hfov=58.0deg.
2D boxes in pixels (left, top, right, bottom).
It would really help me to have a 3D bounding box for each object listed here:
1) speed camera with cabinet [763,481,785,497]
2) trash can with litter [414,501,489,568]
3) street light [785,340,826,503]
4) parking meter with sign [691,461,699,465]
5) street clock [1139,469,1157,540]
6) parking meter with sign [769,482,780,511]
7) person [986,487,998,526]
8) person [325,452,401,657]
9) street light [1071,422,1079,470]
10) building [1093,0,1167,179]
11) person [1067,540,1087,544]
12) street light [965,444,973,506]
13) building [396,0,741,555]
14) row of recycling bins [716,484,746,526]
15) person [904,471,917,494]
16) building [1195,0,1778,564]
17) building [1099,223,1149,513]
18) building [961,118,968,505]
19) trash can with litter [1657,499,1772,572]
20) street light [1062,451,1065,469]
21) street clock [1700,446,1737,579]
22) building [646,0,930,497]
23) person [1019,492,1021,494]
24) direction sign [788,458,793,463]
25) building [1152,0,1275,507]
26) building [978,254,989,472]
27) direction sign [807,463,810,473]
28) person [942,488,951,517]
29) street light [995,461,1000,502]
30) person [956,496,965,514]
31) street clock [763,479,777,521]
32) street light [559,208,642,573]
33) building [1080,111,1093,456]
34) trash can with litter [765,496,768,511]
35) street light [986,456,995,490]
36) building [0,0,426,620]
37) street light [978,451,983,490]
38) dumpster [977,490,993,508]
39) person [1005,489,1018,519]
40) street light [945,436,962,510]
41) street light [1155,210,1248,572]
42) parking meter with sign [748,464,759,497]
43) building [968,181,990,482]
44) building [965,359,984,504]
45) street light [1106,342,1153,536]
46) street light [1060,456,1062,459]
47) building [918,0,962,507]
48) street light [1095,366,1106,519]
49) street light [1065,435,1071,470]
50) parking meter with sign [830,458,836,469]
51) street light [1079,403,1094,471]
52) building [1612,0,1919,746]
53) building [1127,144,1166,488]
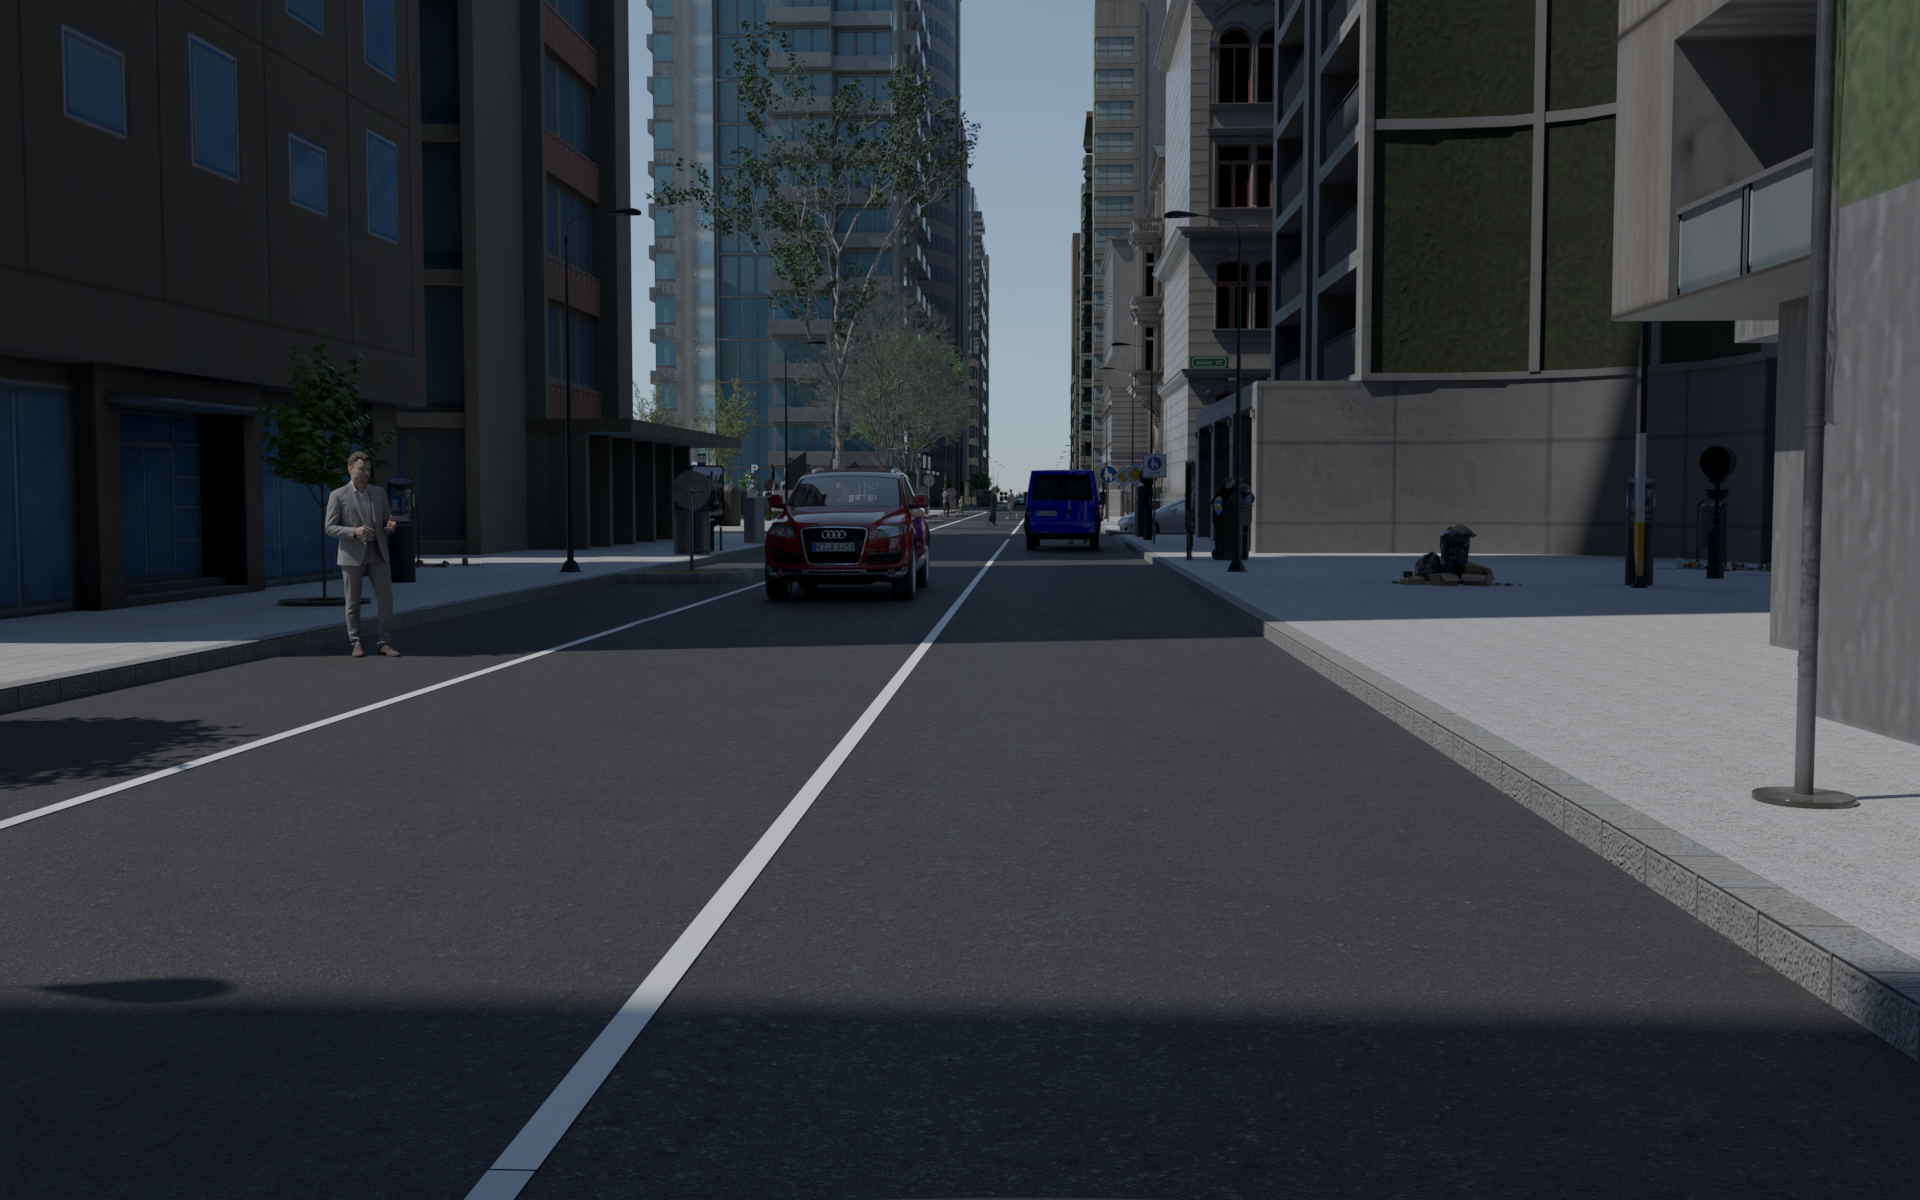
[{"bbox_3d":[-12.796,-7.787,121.653,2.038,3.252,0.660,1,4,19],"label":"speed camera with cabinet"},{"bbox_3d":[-9.359,-1.186,30.444,2.233,1.210,1.678,-2,4,-29],"label":"trash can with litter"},{"bbox_3d":[-4.732,-4.891,52.504,1.470,5.913,1.316,0,4,3],"label":"street light"},{"bbox_3d":[-13.567,-5.919,93.029,0.543,3.016,1.738,3,5,42],"label":"parking meter with sign"},{"bbox_3d":[5.240,-2.674,48.297,0.471,2.002,0.358,-2,4,-32],"label":"street clock"},{"bbox_3d":[-12.009,-7.063,111.747,1.738,3.016,0.543,-1,4,-20],"label":"parking meter with sign"},{"bbox_3d":[1.476,-4.270,78.738,0.534,1.772,0.576,-1,4,-15],"label":"person"},{"bbox_3d":[-5.201,-0.397,15.190,0.583,1.804,0.606,3,5,44],"label":"person"},{"bbox_3d":[8.095,-8.533,112.053,1.470,5.913,1.316,0,4,3],"label":"street light"},{"bbox_3d":[18.143,-28.289,146.127,14.154,41.232,14.086,0,4,3],"label":"building"},{"bbox_3d":[3.306,-2.515,49.712,0.616,1.811,0.778,3,5,43],"label":"person"},{"bbox_3d":[0.560,-11.592,162.063,1.470,5.913,1.316,0,4,3],"label":"street light"},{"bbox_3d":[-21.758,-23.735,42.694,28.867,44.769,22.147,0,4,3],"label":"building"},{"bbox_3d":[-10.425,-3.762,68.619,3.534,1.692,1.069,-1,4,-23],"label":"row of recycling bins"},{"bbox_3d":[-0.912,-1.276,29.463,0.850,1.850,0.679,-2,4,-30],"label":"person"},{"bbox_3d":[16.815,-36.770,39.441,20.563,71.187,20.611,0,4,3],"label":"building"},{"bbox_3d":[15.312,-16.935,126.042,9.793,20.994,18.267,0,4,3],"label":"building"},{"bbox_3d":[-6.301,-33.798,202.703,14.600,45.320,14.200,0,4,3],"label":"building"},{"bbox_3d":[12.942,-1.103,29.091,1.678,1.210,2.233,-3,4,-37],"label":"trash can with litter"},{"bbox_3d":[10.615,-11.686,163.598,1.470,5.913,1.316,0,4,3],"label":"street light"},{"bbox_3d":[11.457,-1.324,26.216,0.358,2.002,0.471,-3,5,-43],"label":"street clock"},{"bbox_3d":[-14.228,-32.573,152.181,23.786,49.044,30.456,0,4,3],"label":"building"},{"bbox_3d":[8.601,-14.598,247.625,0.683,1.767,0.568,2,4,28],"label":"person"},{"bbox_3d":[-10.461,-7.167,109.182,0.876,3.537,0.379,-3,5,-42],"label":"direction sign"},{"bbox_3d":[19.506,-17.123,67.346,23.554,28.519,14.401,0,4,3],"label":"building"},{"bbox_3d":[-2.370,-36.939,287.542,14.154,41.232,14.086,0,4,3],"label":"building"},{"bbox_3d":[-11.223,-8.339,128.335,0.379,3.537,0.876,1,4,10],"label":"direction sign"},{"bbox_3d":[-0.856,-6.172,109.600,0.592,1.802,0.473,-3,4,-38],"label":"person"},{"bbox_3d":[4.569,-16.684,245.328,1.470,5.913,1.316,0,4,3],"label":"street light"},{"bbox_3d":[0.043,-6.229,114.586,0.590,1.304,0.306,1,4,19],"label":"person"},{"bbox_3d":[-9.152,-4.777,82.679,0.358,2.002,0.471,2,4,28],"label":"street clock"},{"bbox_3d":[-5.864,-3.409,28.273,1.470,5.913,1.316,0,4,3],"label":"street light"},{"bbox_3d":[24.855,-33.089,195.622,22.147,44.769,28.867,0,4,3],"label":"building"},{"bbox_3d":[-9.958,-4.940,91.821,1.678,1.210,2.233,2,4,33],"label":"trash can with litter"},{"bbox_3d":[3.415,-15.201,221.078,1.470,5.913,1.316,0,4,3],"label":"street light"},{"bbox_3d":[-15.977,-22.649,20.415,14.600,45.320,14.200,0,4,3],"label":"building"},{"bbox_3d":[1.746,-13.099,186.712,1.470,5.913,1.316,0,4,3],"label":"street light"},{"bbox_3d":[2.531,-9.758,167.763,1.865,1.857,1.264,0,4,2],"label":"dumpster"},{"bbox_3d":[2.955,-5.497,99.121,0.760,1.731,0.466,1,4,18],"label":"person"},{"bbox_3d":[-0.560,-10.121,138.021,1.470,5.913,1.316,0,4,3],"label":"street light"},{"bbox_3d":[4.039,-3.423,28.513,1.470,5.913,1.316,0,4,3],"label":"street light"},{"bbox_3d":[-12.007,-6.351,100.098,0.543,3.016,1.738,0,4,4],"label":"parking meter with sign"},{"bbox_3d":[-7.437,-39.471,264.964,23.786,49.044,30.456,0,4,3],"label":"building"},{"bbox_3d":[-11.044,-23.932,236.321,27.650,21.520,28.899,0,4,3],"label":"building"},{"bbox_3d":[5.315,-4.924,53.041,1.470,5.913,1.316,0,4,3],"label":"street light"},{"bbox_3d":[11.785,-13.156,187.638,1.470,5.913,1.316,0,4,3],"label":"street light"},{"bbox_3d":[-11.082,-39.086,181.053,21.231,58.520,28.212,0,4,3],"label":"building"},{"bbox_3d":[5.743,-5.538,63.090,1.470,5.913,1.316,0,4,3],"label":"street light"},{"bbox_3d":[9.455,-10.215,139.559,1.470,5.913,1.316,0,4,3],"label":"street light"},{"bbox_3d":[-5.709,-5.365,83.983,0.543,3.016,1.738,-2,4,-25],"label":"parking meter with sign"},{"bbox_3d":[6.915,-7.063,88.014,1.470,5.913,1.316,0,4,3],"label":"street light"},{"bbox_3d":[12.033,-19.978,10.231,14.154,41.232,14.086,0,4,3],"label":"building"},{"bbox_3d":[16.946,-17.126,99.089,14.460,24.649,34.723,0,4,3],"label":"building"}]
